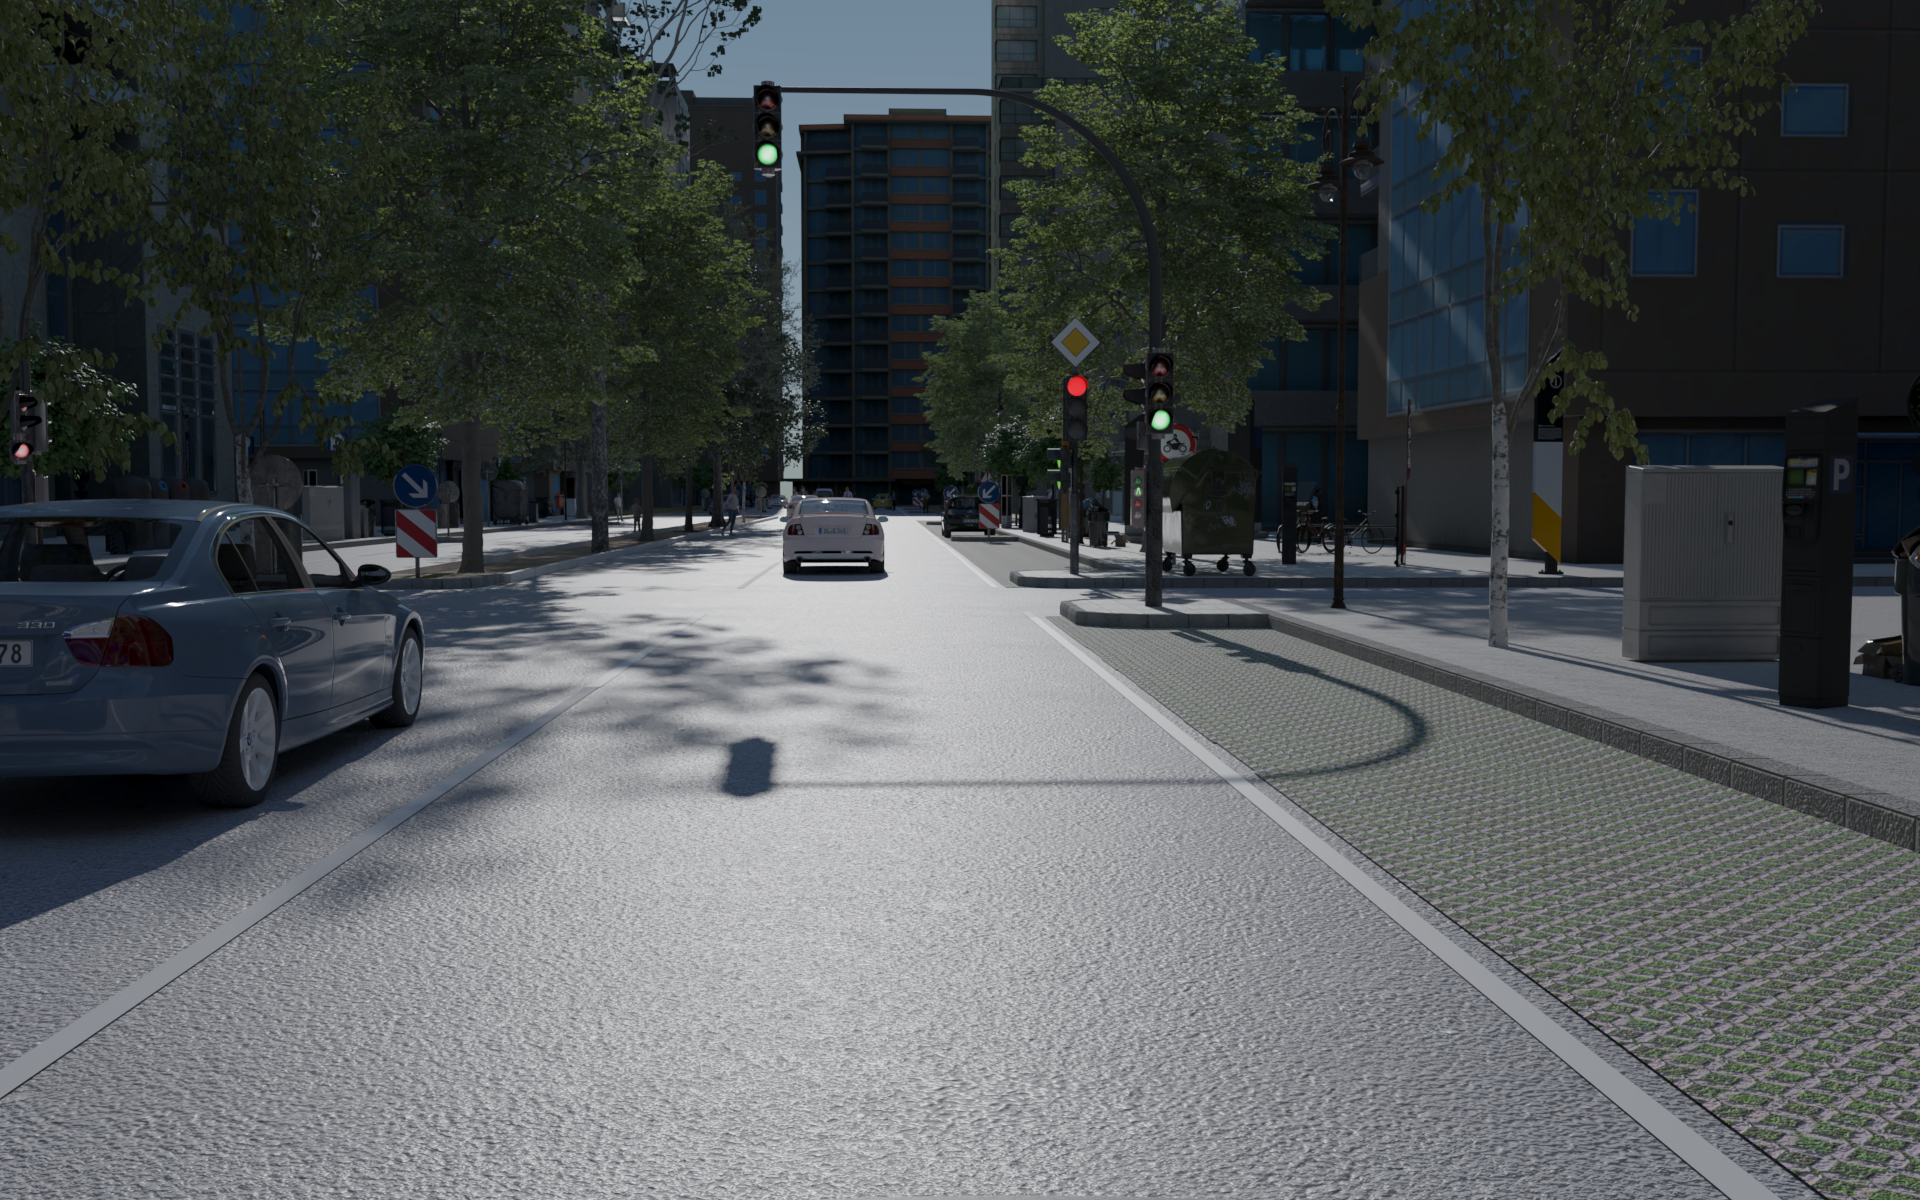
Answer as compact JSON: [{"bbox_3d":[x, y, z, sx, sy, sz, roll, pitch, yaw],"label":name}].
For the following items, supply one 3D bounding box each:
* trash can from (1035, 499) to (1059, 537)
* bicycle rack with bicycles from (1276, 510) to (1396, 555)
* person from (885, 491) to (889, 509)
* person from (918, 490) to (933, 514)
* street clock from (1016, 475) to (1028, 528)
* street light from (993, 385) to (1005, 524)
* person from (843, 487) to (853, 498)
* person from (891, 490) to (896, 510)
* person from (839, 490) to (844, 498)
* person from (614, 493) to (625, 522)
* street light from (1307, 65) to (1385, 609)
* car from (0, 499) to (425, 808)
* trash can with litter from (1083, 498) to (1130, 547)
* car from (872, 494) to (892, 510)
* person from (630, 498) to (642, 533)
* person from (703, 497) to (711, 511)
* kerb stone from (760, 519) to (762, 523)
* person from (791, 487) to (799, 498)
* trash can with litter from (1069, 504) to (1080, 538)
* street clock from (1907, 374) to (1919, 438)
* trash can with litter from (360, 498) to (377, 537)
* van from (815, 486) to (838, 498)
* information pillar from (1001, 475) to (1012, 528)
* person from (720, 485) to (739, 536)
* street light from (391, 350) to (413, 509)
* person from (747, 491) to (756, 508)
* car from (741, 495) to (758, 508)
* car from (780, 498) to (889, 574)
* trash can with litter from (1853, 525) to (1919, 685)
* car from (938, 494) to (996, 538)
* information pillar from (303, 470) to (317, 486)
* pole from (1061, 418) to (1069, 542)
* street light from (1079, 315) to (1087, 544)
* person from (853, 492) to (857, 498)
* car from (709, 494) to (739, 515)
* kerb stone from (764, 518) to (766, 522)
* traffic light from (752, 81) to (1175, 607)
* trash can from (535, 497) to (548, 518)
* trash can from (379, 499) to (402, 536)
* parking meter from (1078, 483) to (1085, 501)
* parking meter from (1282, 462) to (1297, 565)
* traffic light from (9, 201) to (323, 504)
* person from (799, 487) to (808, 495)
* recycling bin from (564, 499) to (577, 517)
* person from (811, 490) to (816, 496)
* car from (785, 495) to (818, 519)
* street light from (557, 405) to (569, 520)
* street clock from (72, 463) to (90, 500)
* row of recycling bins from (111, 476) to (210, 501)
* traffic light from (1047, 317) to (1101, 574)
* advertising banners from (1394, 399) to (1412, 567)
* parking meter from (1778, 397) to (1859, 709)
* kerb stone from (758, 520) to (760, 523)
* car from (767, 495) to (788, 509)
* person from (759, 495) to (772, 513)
[{"bbox_3d":[2.624,-2.480,52.199,0.748,1.137,0.748,0,3,0],"label":"trash can"},{"bbox_3d":[7.945,-1.467,37.365,2.925,0.926,2.852,-2,4,-33],"label":"bicycle rack with bicycles"},{"bbox_3d":[-6.789,-9.373,162.671,0.530,1.710,0.541,0,4,8],"label":"person"},{"bbox_3d":[-2.516,-7.212,127.144,1.217,1.736,0.721,0,4,0],"label":"person"},{"bbox_3d":[2.312,-3.675,64.662,0.358,2.002,0.471,3,5,43],"label":"street clock"},{"bbox_3d":[1.680,-6.178,73.801,0.468,5.910,1.993,0,4,-3],"label":"street light"},{"bbox_3d":[-6.901,-5.940,105.481,0.709,1.838,0.599,1,4,21],"label":"person"},{"bbox_3d":[-5.821,-8.766,151.816,0.705,1.826,1.348,1,4,8],"label":"person"},{"bbox_3d":[-10.135,-8.541,148.161,0.705,1.821,1.348,1,4,13],"label":"person"},{"bbox_3d":[-17.669,-4.818,89.867,0.523,1.515,0.503,1,4,19],"label":"person"},{"bbox_3d":[4.256,-2.845,19.299,0.468,5.910,1.993,0,4,-3],"label":"street light"},{"bbox_3d":[-4.155,0.175,9.143,2.014,1.417,4.499,0,4,-3],"label":"car"},{"bbox_3d":[3.627,-1.893,42.341,1.055,1.170,0.624,0,4,1],"label":"trash can with litter"},{"bbox_3d":[-7.094,-9.127,159.458,2.015,1.641,3.980,0,4,-2],"label":"car"},{"bbox_3d":[-11.530,-2.993,61.700,0.475,1.303,0.640,0,4,1],"label":"person"},{"bbox_3d":[-19.324,-7.526,132.237,0.721,1.739,1.217,1,4,22],"label":"person"},{"bbox_3d":[-9.924,-3.823,84.702,0.120,0.150,1.000,0,4,-3],"label":"kerb stone"},{"bbox_3d":[-8.684,-5.062,91.363,0.778,1.811,0.616,-1,4,-9],"label":"person"},{"bbox_3d":[3.600,-2.385,50.388,0.624,1.170,1.055,3,5,44],"label":"trash can with litter"},{"bbox_3d":[5.325,-0.287,9.269,0.471,2.002,0.358,3,4,37],"label":"street clock"},{"bbox_3d":[-17.848,-2.466,51.699,0.624,1.170,1.055,-3,5,-42],"label":"trash can with litter"},{"bbox_3d":[-10.513,-7.796,134.483,2.013,2.044,4.112,0,4,-4],"label":"van"},{"bbox_3d":[1.763,-3.733,65.534,0.304,2.012,0.304,3,5,41],"label":"information pillar"},{"bbox_3d":[-7.982,-3.087,59.640,0.598,1.740,0.731,1,4,12],"label":"person"},{"bbox_3d":[-17.857,-5.066,55.612,0.468,5.910,1.993,0,4,-3],"label":"street light"},{"bbox_3d":[-20.742,-9.970,172.220,1.217,1.735,0.721,2,4,29],"label":"person"},{"bbox_3d":[-21.189,-9.967,175.534,1.945,1.354,3.894,0,4,-3],"label":"car"},{"bbox_3d":[-2.374,-1.241,32.657,2.083,1.381,4.827,0,4,-4],"label":"car"},{"bbox_3d":[6.508,-0.027,11.828,0.624,1.170,1.055,0,4,-5],"label":"trash can with litter"},{"bbox_3d":[0.264,-2.959,58.163,2.009,1.686,4.222,0,4,-2],"label":"car"},{"bbox_3d":[-19.575,-2.919,52.222,0.304,2.012,0.304,3,5,41],"label":"information pillar"},{"bbox_3d":[2.790,-3.183,45.887,0.158,3.312,0.155,0,3,0],"label":"pole"},{"bbox_3d":[3.123,-4.384,44.461,0.468,5.910,1.993,0,4,-3],"label":"street light"},{"bbox_3d":[-10.887,-10.348,179.163,0.415,1.643,0.593,1,4,13],"label":"person"},{"bbox_3d":[-16.349,-6.616,120.173,2.014,1.417,4.499,0,4,-1],"label":"car"},{"bbox_3d":[-10.068,-4.011,87.773,0.120,0.150,1.000,0,4,-3],"label":"kerb stone"},{"bbox_3d":[0.099,-2.740,19.462,4.771,5.953,1.251,0,4,-3],"label":"traffic light"},{"bbox_3d":[-22.057,-4.868,91.241,0.748,1.137,0.748,0,3,0],"label":"trash can"},{"bbox_3d":[-17.419,-2.531,53.040,0.748,1.137,0.748,0,3,0],"label":"trash can"},{"bbox_3d":[5.363,-4.379,77.301,0.399,1.863,0.255,3,5,43],"label":"parking meter"},{"bbox_3d":[6.007,-1.582,31.577,0.255,1.863,0.399,1,4,9],"label":"parking meter"},{"bbox_3d":[-12.391,-3.203,27.041,4.771,5.953,1.251,0,4,-3],"label":"traffic light"},{"bbox_3d":[-8.717,-5.460,97.578,0.655,1.846,0.447,-2,4,-30],"label":"person"},{"bbox_3d":[-21.628,-5.150,96.755,0.722,1.027,0.722,2,4,24],"label":"recycling bin"},{"bbox_3d":[-12.632,-8.662,150.134,1.348,1.824,0.705,2,4,34],"label":"person"},{"bbox_3d":[-7.907,-4.652,88.418,2.083,1.381,4.827,0,4,-4],"label":"car"},{"bbox_3d":[-19.261,-6.830,84.450,0.468,5.910,1.993,0,4,-3],"label":"street light"},{"bbox_3d":[-20.736,-2.222,40.897,0.471,2.002,0.358,3,5,42],"label":"street clock"},{"bbox_3d":[-18.790,-2.054,40.700,1.069,1.692,3.534,0,4,3],"label":"row of recycling bins"},{"bbox_3d":[1.817,-2.370,27.676,0.839,4.253,0.868,0,4,-3],"label":"traffic light"},{"bbox_3d":[8.035,-2.150,31.336,0.090,3.025,2.074,1,4,21],"label":"advertising banners"},{"bbox_3d":[5.167,-0.289,10.438,0.399,1.863,0.255,-2,4,-31],"label":"parking meter"},{"bbox_3d":[-9.883,-3.761,83.681,0.120,0.150,1.000,0,4,-3],"label":"kerb stone"},{"bbox_3d":[-17.802,-9.588,169.125,2.083,1.381,4.827,0,4,-3],"label":"car"},{"bbox_3d":[-15.135,-7.667,133.875,0.705,1.822,1.348,3,5,42],"label":"person"}]
